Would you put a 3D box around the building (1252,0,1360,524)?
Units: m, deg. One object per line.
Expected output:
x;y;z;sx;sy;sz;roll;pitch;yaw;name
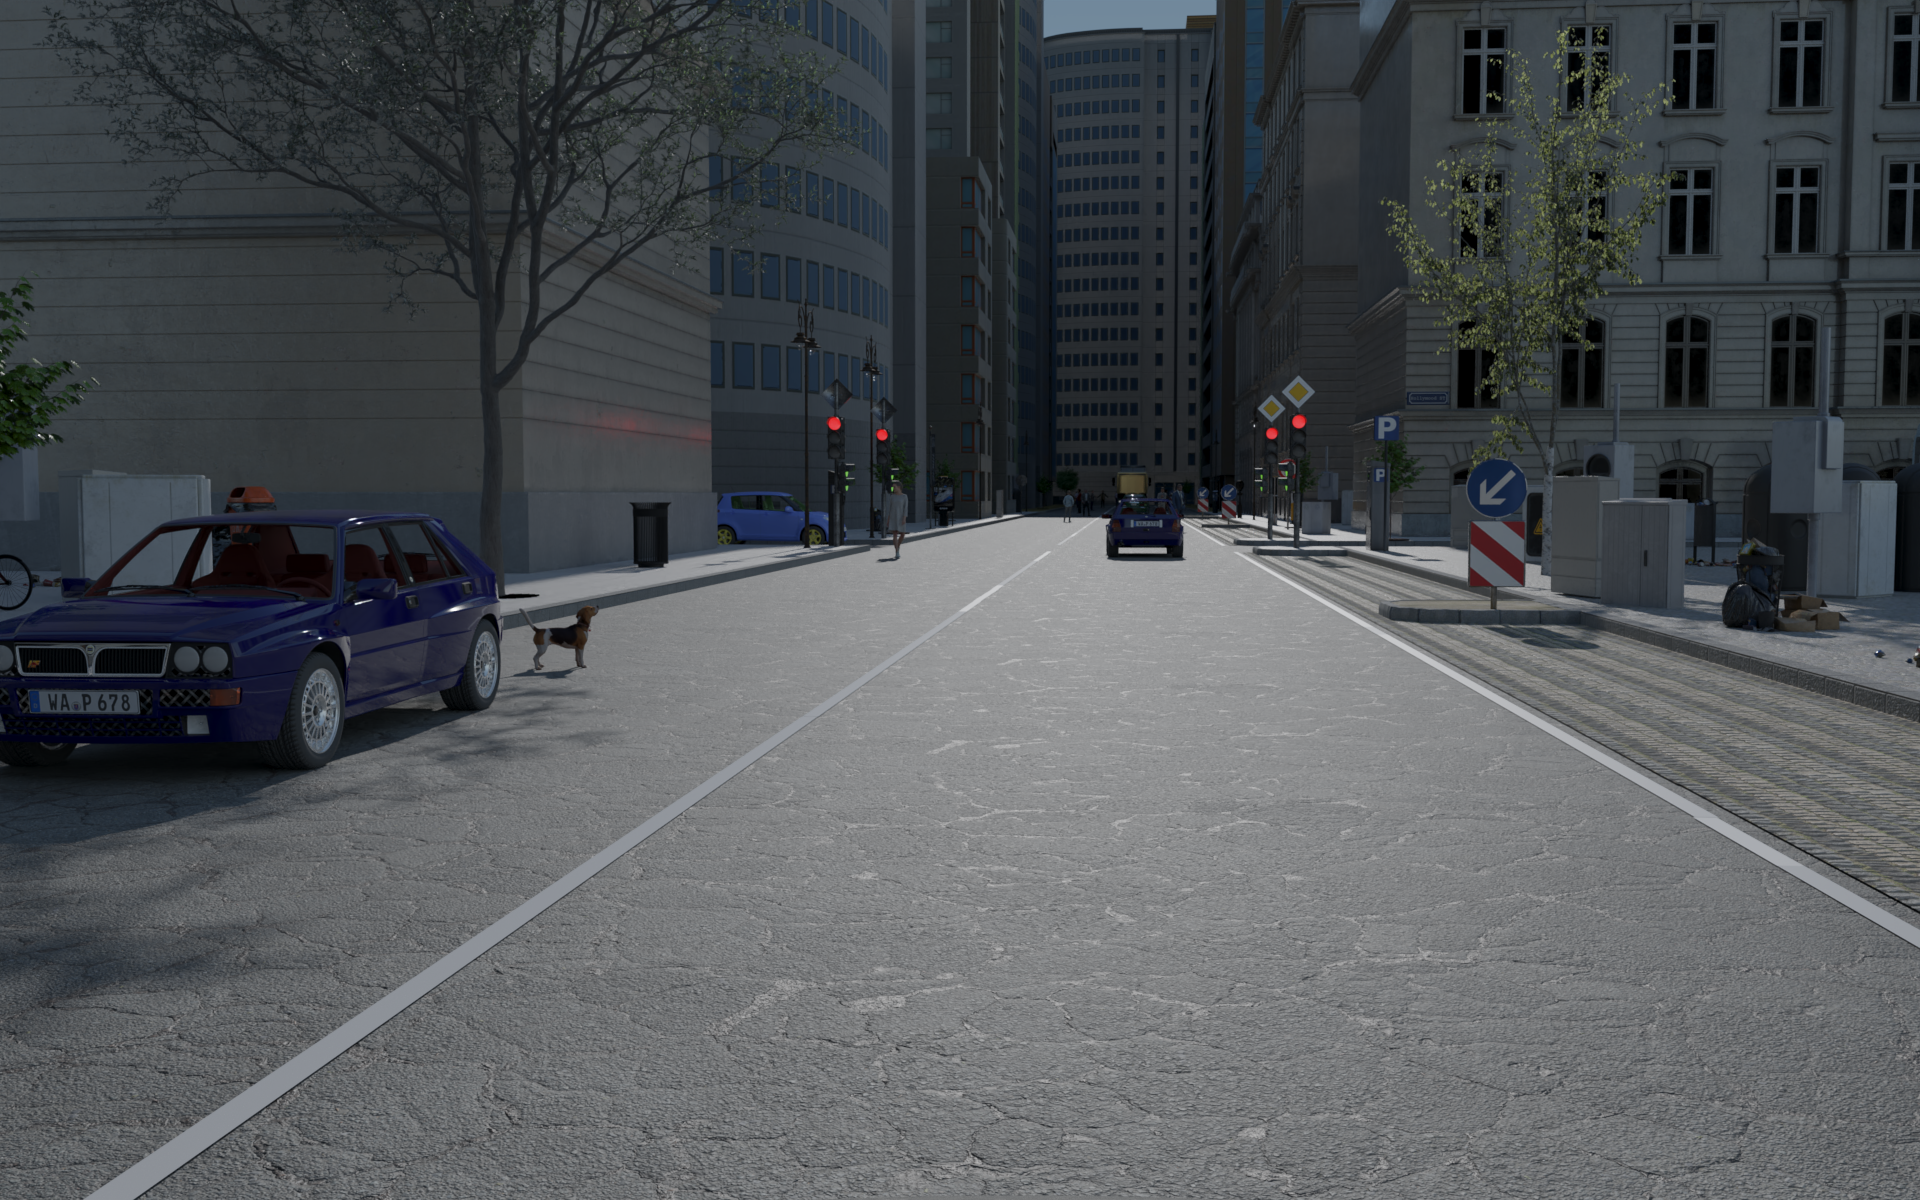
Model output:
21.605;-17.676;86.267;12.463;27.353;25.104;0;4;6;building

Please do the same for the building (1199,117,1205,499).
33.438;-30.978;190.081;14.154;41.232;14.086;0;4;6;building

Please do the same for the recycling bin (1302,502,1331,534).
11.465;-2.640;55.714;0.722;1.027;0.722;3;4;36;recycling bin

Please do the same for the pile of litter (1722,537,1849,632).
8.033;-0.174;16.809;1.719;0.858;1.176;-3;4;-38;pile of litter

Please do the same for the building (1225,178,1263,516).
24.259;-16.454;110.824;13.314;21.916;24.055;0;4;6;building

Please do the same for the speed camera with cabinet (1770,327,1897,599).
10.733;-1.645;21.236;2.038;3.252;0.660;-3;4;-37;speed camera with cabinet

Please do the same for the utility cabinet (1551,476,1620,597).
7.843;-0.798;21.722;0.318;1.500;1.173;0;4;-7;utility cabinet

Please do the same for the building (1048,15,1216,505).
20.979;-41.353;218.112;28.212;58.520;21.231;0;4;6;building

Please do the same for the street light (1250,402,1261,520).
14.550;-6.896;85.544;0.468;5.910;1.993;0;4;6;street light

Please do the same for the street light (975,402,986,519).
1.019;-7.005;87.324;0.468;5.910;1.993;0;4;6;street light

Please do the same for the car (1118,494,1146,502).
10.826;-5.844;107.348;2.131;1.459;4.920;0;4;7;car

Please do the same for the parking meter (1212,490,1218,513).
17.123;-6.591;116.169;0.372;1.533;0.369;0;3;0;parking meter

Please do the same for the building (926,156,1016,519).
-11.371;-15.881;104.691;27.650;21.520;28.899;0;4;6;building

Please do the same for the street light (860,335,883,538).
-2.577;-4.751;50.474;0.468;5.910;1.993;0;4;6;street light

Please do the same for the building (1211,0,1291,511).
26.854;-29.546;133.184;14.600;45.320;14.200;0;4;6;building

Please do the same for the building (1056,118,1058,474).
3.354;-33.141;191.969;14.200;45.320;14.600;0;4;6;building

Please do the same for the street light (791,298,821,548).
-3.641;-4.177;41.085;0.468;5.910;1.993;0;4;6;street light

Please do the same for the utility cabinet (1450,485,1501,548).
12.048;-1.946;40.501;0.318;1.500;1.173;-3;4;-37;utility cabinet

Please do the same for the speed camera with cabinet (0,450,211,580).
-7.553;-1.253;14.815;2.038;3.252;0.660;-1;4;-16;speed camera with cabinet

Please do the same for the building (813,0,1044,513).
-3.856;-37.375;153.076;21.231;58.520;28.212;0;4;6;building

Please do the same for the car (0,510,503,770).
-4.091;0.141;10.282;1.945;1.354;3.894;0;4;4;car

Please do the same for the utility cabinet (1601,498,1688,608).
7.837;-0.534;19.899;0.306;1.237;1.020;-1;4;-23;utility cabinet

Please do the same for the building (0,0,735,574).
-17.367;-15.124;34.672;23.554;28.519;14.401;0;4;6;building

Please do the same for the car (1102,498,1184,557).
4.293;-1.710;40.535;1.945;1.354;3.894;0;4;4;car

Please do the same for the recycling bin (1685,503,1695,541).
20.020;-2.179;48.176;0.722;1.027;0.722;1;4;17;recycling bin

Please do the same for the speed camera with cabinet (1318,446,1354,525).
15.783;-4.704;71.239;2.038;3.252;0.660;3;4;36;speed camera with cabinet

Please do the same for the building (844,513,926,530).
-13.397;-32.045;65.927;21.231;58.520;28.212;0;4;6;building

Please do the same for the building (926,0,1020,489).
-2.946;-27.444;132.299;14.154;41.232;14.086;0;4;6;building

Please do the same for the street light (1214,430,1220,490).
18.086;-9.150;122.396;0.468;5.910;1.993;0;4;6;street light

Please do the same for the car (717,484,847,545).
-4.860;-2.235;46.133;3.694;1.707;1.945;0;4;5;car

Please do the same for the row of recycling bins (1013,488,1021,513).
2.463;-6.905;120.002;3.534;1.692;1.069;0;4;3;row of recycling bins

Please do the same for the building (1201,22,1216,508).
35.232;-33.494;171.323;21.300;48.544;21.600;0;4;6;building

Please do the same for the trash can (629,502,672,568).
-5.424;-1.145;30.369;0.748;1.137;0.748;0;3;0;trash can

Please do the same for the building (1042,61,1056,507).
1.737;-32.057;174.250;14.600;45.320;14.200;0;4;6;building

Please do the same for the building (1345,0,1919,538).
30.547;-14.395;54.441;34.723;24.649;14.460;0;4;6;building

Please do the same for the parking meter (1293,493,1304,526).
13.393;-3.848;68.618;0.399;1.863;0.255;2;4;23;parking meter

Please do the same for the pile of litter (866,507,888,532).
-2.632;-2.791;59.592;1.176;0.858;1.719;-1;4;-9;pile of litter

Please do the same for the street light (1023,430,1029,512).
4.773;-9.269;124.337;0.468;5.910;1.993;0;4;6;street light

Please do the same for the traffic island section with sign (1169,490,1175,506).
18.932;-8.668;150.342;1.989;1.847;2.006;0;4;6;traffic island section with sign

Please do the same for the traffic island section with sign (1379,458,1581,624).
5.908;-0.693;19.951;1.989;1.847;2.006;0;4;6;traffic island section with sign

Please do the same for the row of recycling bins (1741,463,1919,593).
12.295;-0.970;22.978;3.534;1.692;1.069;0;4;7;row of recycling bins

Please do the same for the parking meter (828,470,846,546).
-3.052;-2.275;42.911;0.399;1.863;0.255;1;4;9;parking meter

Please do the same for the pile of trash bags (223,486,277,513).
-9.096;-0.667;20.657;3.447;1.369;1.912;3;5;41;pile of trash bags

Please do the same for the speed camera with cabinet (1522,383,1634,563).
11.227;-2.275;31.529;0.660;3.252;2.038;-2;4;-31;speed camera with cabinet

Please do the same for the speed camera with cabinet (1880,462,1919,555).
21.272;-2.687;38.270;0.660;3.252;2.038;0;4;3;speed camera with cabinet

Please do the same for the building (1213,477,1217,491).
32.916;-43.492;149.344;20.563;71.187;20.611;0;4;6;building

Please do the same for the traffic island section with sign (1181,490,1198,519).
13.940;-5.612;100.389;1.989;1.847;2.006;0;4;6;traffic island section with sign

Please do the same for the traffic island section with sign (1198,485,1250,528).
11.271;-3.972;73.566;1.989;1.847;2.006;0;4;6;traffic island section with sign
